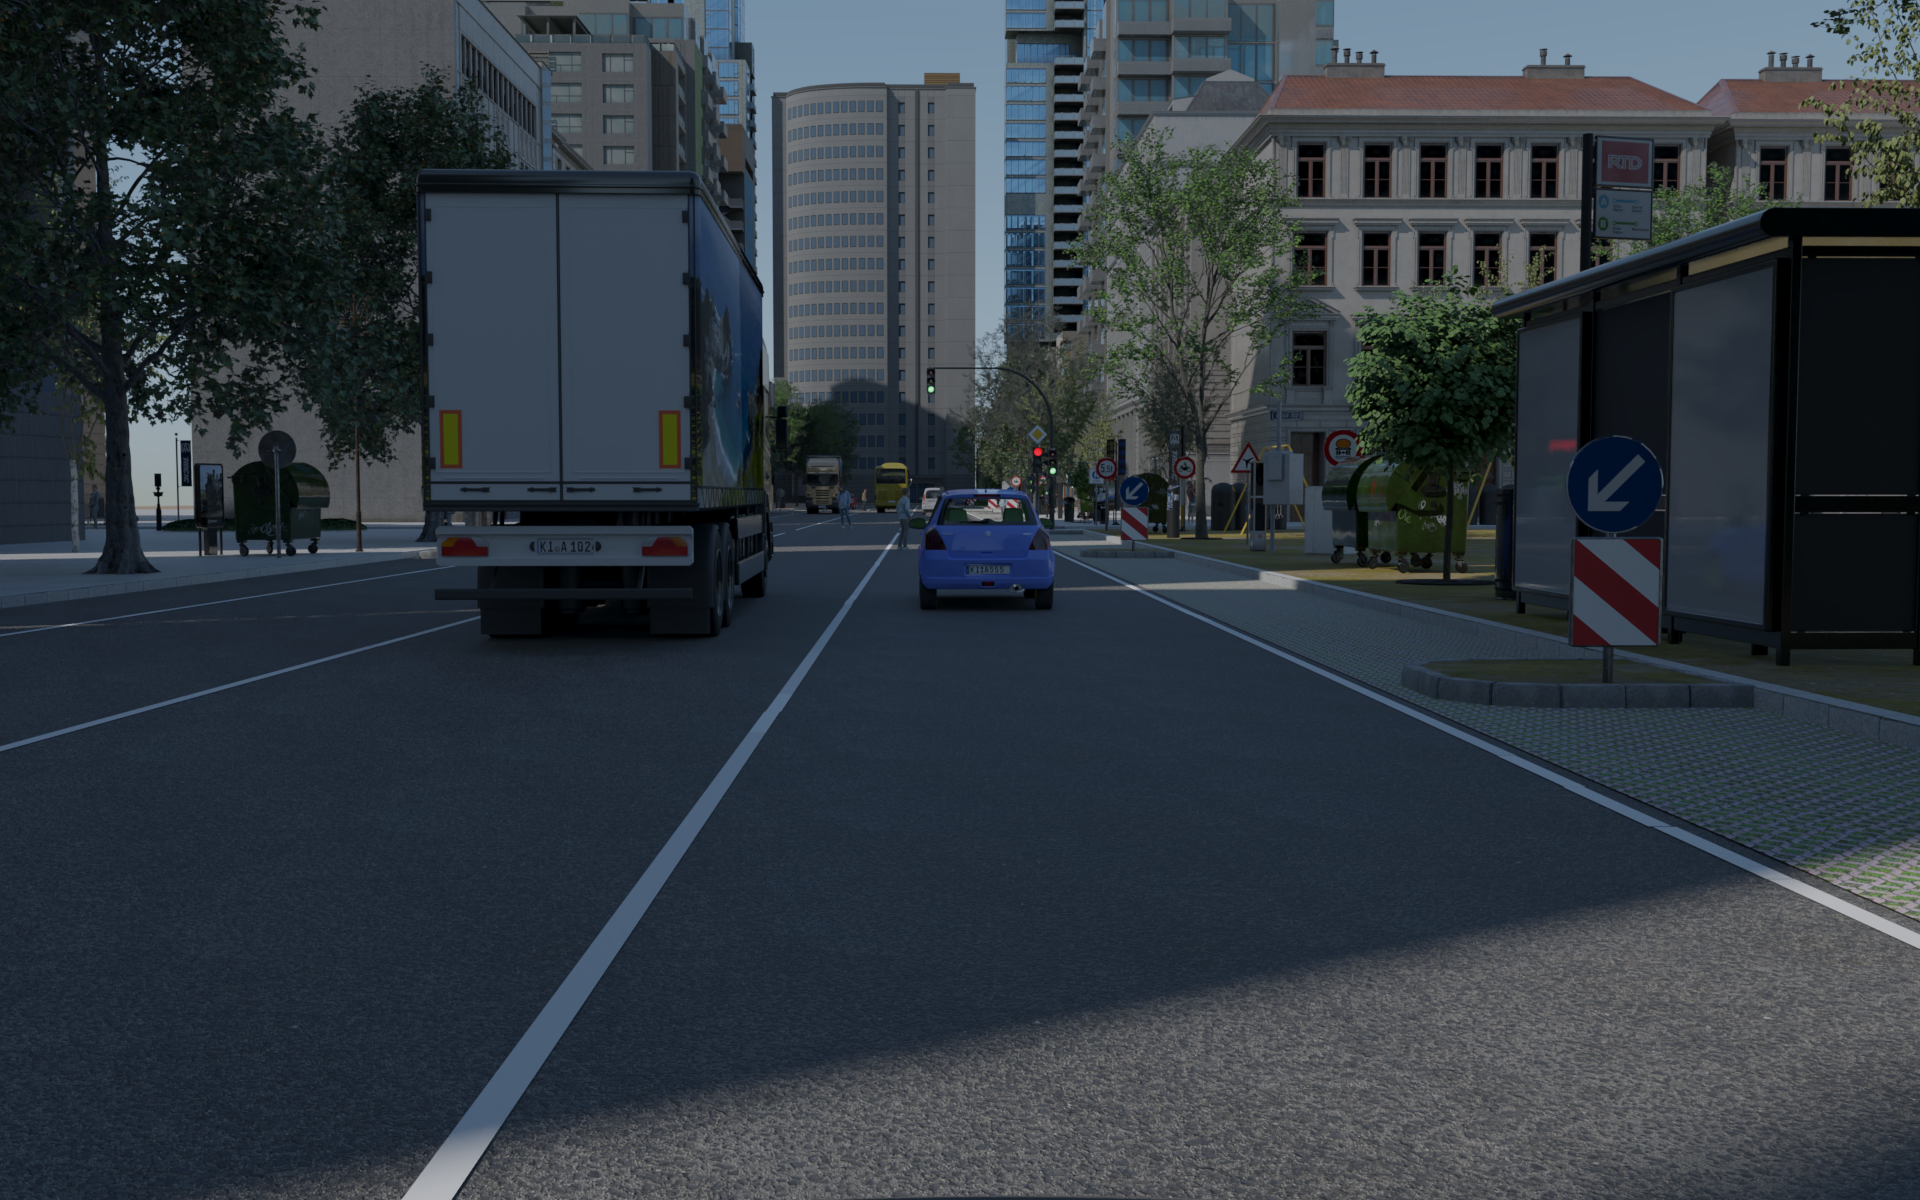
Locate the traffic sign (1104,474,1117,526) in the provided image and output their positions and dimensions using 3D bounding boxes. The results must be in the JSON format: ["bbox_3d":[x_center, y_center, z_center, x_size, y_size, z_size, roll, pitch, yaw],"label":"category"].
[{"bbox_3d":[6.014,-4.305,70.497,0.768,2.556,0.104,0,4,0],"label":"traffic sign"}]

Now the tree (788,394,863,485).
[{"bbox_3d":[-17.111,-19.202,220.611,9.857,13.997,8.962,0,3,0],"label":"tree"}]

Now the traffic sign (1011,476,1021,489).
[{"bbox_3d":[3.947,-7.447,121.864,0.768,2.556,0.104,0,4,2],"label":"traffic sign"}]

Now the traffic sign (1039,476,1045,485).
[{"bbox_3d":[5.814,-7.370,120.601,0.768,2.556,0.104,0,4,0],"label":"traffic sign"}]

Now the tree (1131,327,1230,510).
[{"bbox_3d":[9.461,-7.658,75.566,4.360,8.622,3.978,0,3,0],"label":"tree"}]

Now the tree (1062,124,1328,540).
[{"bbox_3d":[6.758,-7.527,48.825,9.928,11.665,9.643,0,3,0],"label":"tree"}]

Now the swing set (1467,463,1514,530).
[{"bbox_3d":[15.551,-2.967,46.136,2.862,2.851,3.119,-2,4,-28],"label":"swing set"}]

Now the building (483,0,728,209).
[{"bbox_3d":[-35.219,-33.872,173.411,23.786,49.044,30.456,0,4,-1],"label":"building"}]

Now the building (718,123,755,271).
[{"bbox_3d":[-32.032,-33.966,205.446,14.200,45.320,14.600,0,4,-1],"label":"building"}]

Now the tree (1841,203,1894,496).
[{"bbox_3d":[21.903,-5.679,43.221,4.360,8.622,3.978,0,3,0],"label":"tree"}]

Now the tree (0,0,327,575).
[{"bbox_3d":[-13.708,-6.771,27.713,9.611,12.733,9.660,0,3,0],"label":"tree"}]

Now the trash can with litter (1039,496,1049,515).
[{"bbox_3d":[5.154,-5.923,108.232,0.624,1.170,1.055,2,4,32],"label":"trash can with litter"}]

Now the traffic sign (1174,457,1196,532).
[{"bbox_3d":[7.644,-3.599,58.950,0.768,2.556,0.104,0,4,5],"label":"traffic sign"}]

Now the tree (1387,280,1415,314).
[{"bbox_3d":[16.422,-6.665,59.338,4.737,8.622,4.395,0,3,0],"label":"tree"}]

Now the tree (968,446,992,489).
[{"bbox_3d":[3.059,-14.399,185.780,4.737,8.622,4.395,0,3,0],"label":"tree"}]

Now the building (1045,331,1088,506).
[{"bbox_3d":[24.399,-21.620,198.530,27.650,21.520,28.899,0,4,-1],"label":"building"}]

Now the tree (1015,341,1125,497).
[{"bbox_3d":[5.060,-8.133,83.337,4.737,8.622,4.395,0,3,0],"label":"tree"}]

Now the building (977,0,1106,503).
[{"bbox_3d":[17.868,-57.075,245.839,31.000,86.520,22.319,0,4,-1],"label":"building"}]

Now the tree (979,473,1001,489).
[{"bbox_3d":[3.844,-13.313,201.385,4.285,4.588,4.351,0,3,0],"label":"tree"}]

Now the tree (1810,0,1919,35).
[{"bbox_3d":[20.067,-10.780,32.142,12.611,20.169,13.585,0,3,0],"label":"tree"}]

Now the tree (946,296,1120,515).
[{"bbox_3d":[4.669,-11.999,106.557,12.009,13.543,11.850,0,3,0],"label":"tree"}]

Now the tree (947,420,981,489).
[{"bbox_3d":[2.319,-18.134,222.240,9.928,11.665,9.643,0,3,0],"label":"tree"}]

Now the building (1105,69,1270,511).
[{"bbox_3d":[17.912,-21.539,129.657,11.434,29.767,29.804,0,4,-1],"label":"building"}]

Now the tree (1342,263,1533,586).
[{"bbox_3d":[6.953,-2.507,24.711,4.285,4.588,4.351,0,3,0],"label":"tree"}]

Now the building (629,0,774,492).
[{"bbox_3d":[-41.890,-57.069,245.755,31.000,86.520,22.319,0,4,-1],"label":"building"}]

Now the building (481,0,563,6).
[{"bbox_3d":[-53.402,-40.300,200.909,28.212,58.520,21.231,0,4,-1],"label":"building"}]

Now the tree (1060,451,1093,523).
[{"bbox_3d":[5.543,-5.074,77.565,1.663,3.219,1.824,0,3,0],"label":"tree"}]

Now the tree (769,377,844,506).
[{"bbox_3d":[-16.107,-13.399,144.826,9.928,11.665,9.643,0,3,0],"label":"tree"}]

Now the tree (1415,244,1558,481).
[{"bbox_3d":[16.802,-6.164,51.147,4.737,8.622,4.395,0,3,0],"label":"tree"}]

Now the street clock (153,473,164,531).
[{"bbox_3d":[-27.953,-3.415,60.401,0.358,2.002,0.471,-2,4,-25],"label":"street clock"}]

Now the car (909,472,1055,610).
[{"bbox_3d":[0.291,-0.808,22.805,1.945,1.707,3.694,0,4,-2],"label":"car"}]

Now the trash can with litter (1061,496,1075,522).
[{"bbox_3d":[4.999,-4.189,79.870,0.624,1.170,1.055,0,4,5],"label":"trash can with litter"}]

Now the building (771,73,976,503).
[{"bbox_3d":[-12.100,-43.027,245.484,28.212,58.520,21.231,0,4,-1],"label":"building"}]

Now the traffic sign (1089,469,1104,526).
[{"bbox_3d":[5.533,-4.169,70.284,0.606,2.300,0.079,0,4,1],"label":"traffic sign"}]

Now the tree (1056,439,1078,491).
[{"bbox_3d":[7.988,-11.671,141.178,4.360,8.622,3.978,0,3,0],"label":"tree"}]

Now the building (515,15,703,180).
[{"bbox_3d":[-30.251,-28.602,151.241,14.154,41.232,14.086,0,4,-1],"label":"building"}]

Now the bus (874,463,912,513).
[{"bbox_3d":[-5.280,-8.853,136.292,2.896,3.916,12.252,0,4,-1],"label":"bus"}]

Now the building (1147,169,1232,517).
[{"bbox_3d":[17.339,-15.704,105.917,9.793,20.994,18.267,0,4,-1],"label":"building"}]

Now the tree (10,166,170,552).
[{"bbox_3d":[-19.313,-5.366,38.104,4.737,8.622,4.395,0,3,0],"label":"tree"}]

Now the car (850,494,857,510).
[{"bbox_3d":[-10.573,-9.267,160.555,2.155,1.783,4.494,0,3,0],"label":"car"}]

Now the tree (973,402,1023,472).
[{"bbox_3d":[4.402,-13.332,152.392,8.767,10.594,7.601,3,5,44],"label":"tree"}]

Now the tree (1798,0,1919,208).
[{"bbox_3d":[12.374,-4.310,20.835,4.737,8.622,4.395,0,3,0],"label":"tree"}]

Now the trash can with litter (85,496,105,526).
[{"bbox_3d":[-34.560,-3.622,70.270,2.233,1.210,1.678,-2,4,-35],"label":"trash can with litter"}]

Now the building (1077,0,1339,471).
[{"bbox_3d":[23.162,-33.543,168.037,23.786,49.044,30.456,0,4,-1],"label":"building"}]

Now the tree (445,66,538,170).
[{"bbox_3d":[-14.184,-7.917,46.450,9.611,12.733,9.660,0,3,0],"label":"tree"}]

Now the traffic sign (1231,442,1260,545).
[{"bbox_3d":[7.228,-2.658,43.462,0.884,2.594,0.081,0,4,5],"label":"traffic sign"}]

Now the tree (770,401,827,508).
[{"bbox_3d":[-17.164,-15.010,179.817,8.767,10.594,7.601,2,4,26],"label":"tree"}]

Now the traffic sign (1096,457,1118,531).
[{"bbox_3d":[5.096,-3.674,60.170,0.768,2.556,0.104,0,4,7],"label":"traffic sign"}]

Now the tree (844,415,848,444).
[{"bbox_3d":[-16.625,-16.303,192.313,9.928,11.665,9.643,0,3,0],"label":"tree"}]

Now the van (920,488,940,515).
[{"bbox_3d":[-1.796,-6.927,120.270,2.013,2.044,4.112,0,4,-1],"label":"van"}]

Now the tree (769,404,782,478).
[{"bbox_3d":[-16.113,-11.943,112.274,9.611,12.733,9.660,0,3,0],"label":"tree"}]

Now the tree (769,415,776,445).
[{"bbox_3d":[-16.298,-11.337,135.715,4.737,8.622,4.395,0,3,0],"label":"tree"}]

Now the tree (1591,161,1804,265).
[{"bbox_3d":[24.345,-7.933,55.462,9.928,11.665,9.643,0,3,0],"label":"tree"}]

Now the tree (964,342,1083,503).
[{"bbox_3d":[5.070,-12.974,129.137,9.611,12.733,9.660,0,3,0],"label":"tree"}]

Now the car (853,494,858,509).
[{"bbox_3d":[-10.973,-9.766,168.721,2.155,1.783,4.494,0,4,-2],"label":"car"}]

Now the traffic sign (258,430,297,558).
[{"bbox_3d":[-13.630,-2.109,34.588,0.768,2.556,0.104,0,4,0],"label":"traffic sign"}]

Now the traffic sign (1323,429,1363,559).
[{"bbox_3d":[7.510,-2.075,34.025,0.768,2.556,0.104,0,4,6],"label":"traffic sign"}]

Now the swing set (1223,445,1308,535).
[{"bbox_3d":[10.259,-3.580,56.150,2.862,2.851,3.119,0,4,-3],"label":"swing set"}]
